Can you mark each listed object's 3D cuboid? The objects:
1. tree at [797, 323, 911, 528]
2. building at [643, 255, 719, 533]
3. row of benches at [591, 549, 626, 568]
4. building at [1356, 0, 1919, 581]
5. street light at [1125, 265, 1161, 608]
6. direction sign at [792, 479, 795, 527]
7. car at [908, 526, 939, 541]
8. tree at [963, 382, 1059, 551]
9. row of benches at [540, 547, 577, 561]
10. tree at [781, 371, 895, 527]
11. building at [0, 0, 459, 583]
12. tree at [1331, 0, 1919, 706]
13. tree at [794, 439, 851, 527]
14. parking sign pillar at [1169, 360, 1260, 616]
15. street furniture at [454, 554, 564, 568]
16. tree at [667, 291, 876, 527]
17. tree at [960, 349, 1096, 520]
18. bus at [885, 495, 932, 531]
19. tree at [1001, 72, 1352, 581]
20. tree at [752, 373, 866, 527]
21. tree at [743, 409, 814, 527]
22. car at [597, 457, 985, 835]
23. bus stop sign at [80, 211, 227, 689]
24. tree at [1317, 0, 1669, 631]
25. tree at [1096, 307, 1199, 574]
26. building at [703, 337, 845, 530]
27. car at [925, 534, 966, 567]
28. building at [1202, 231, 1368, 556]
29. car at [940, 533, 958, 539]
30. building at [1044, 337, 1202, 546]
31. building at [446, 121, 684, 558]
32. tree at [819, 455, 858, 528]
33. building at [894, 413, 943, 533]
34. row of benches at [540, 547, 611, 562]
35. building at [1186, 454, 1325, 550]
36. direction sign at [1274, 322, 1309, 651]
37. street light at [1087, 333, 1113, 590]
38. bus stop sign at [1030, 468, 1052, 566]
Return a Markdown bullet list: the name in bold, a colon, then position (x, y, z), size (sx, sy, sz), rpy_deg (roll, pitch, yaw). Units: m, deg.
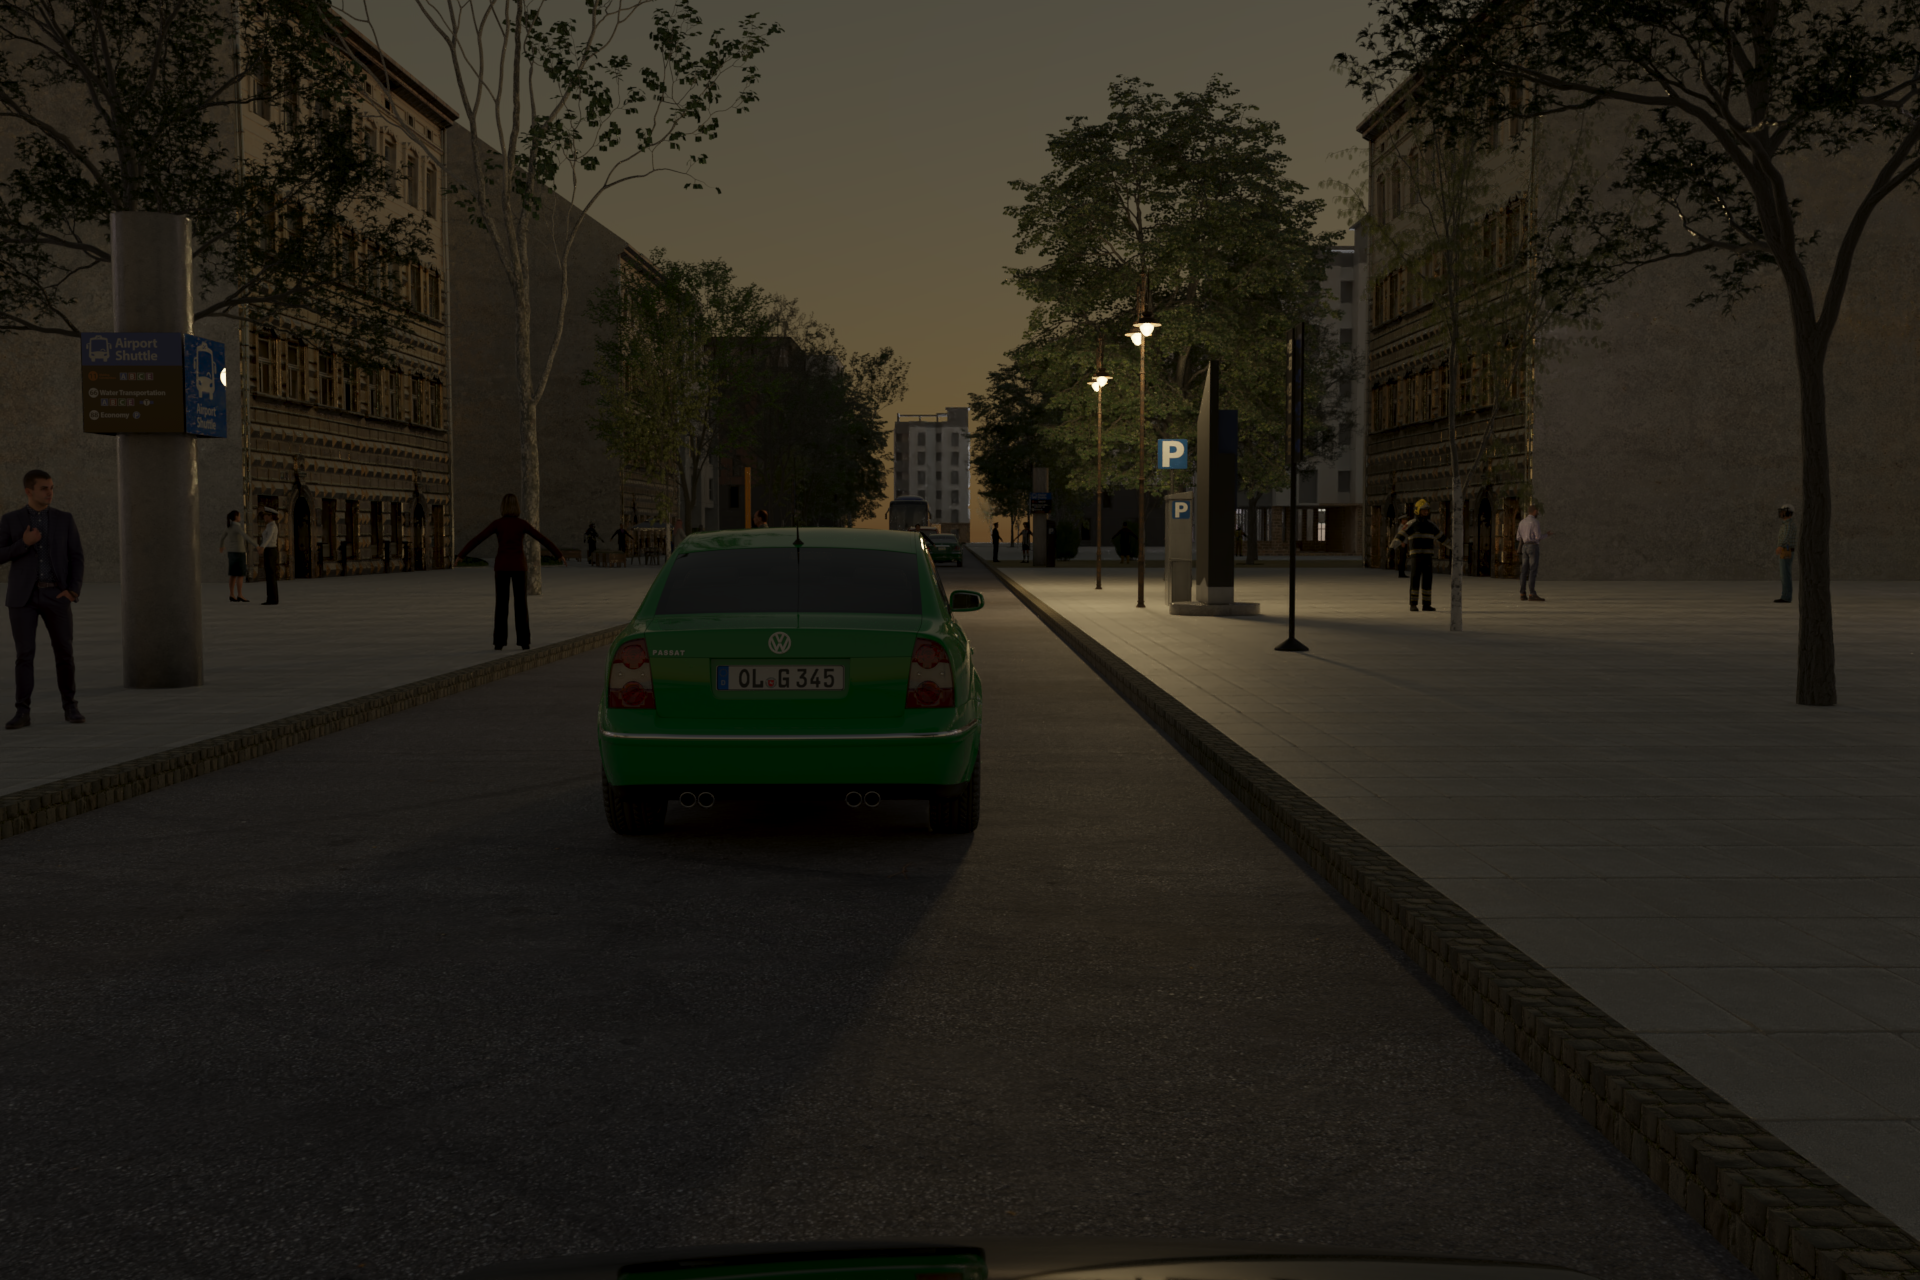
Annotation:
- **tree**: position (-11.567, -18.458, 157.683), size (12.611, 20.169, 13.585), rpy_deg (0, 3, 0)
- **building**: position (-28.187, -15.822, 125.149), size (16.747, 18.905, 31.486), rpy_deg (0, 4, 1)
- **row of benches**: position (-13.744, -3.197, 67.731), size (1.422, 0.672, 4.104), rpy_deg (-1, 4, -22)
- **building**: position (24.580, -13.749, 55.719), size (19.493, 23.208, 18.063), rpy_deg (0, 4, -1)
- **street light**: position (3.160, -3.504, 30.082), size (0.468, 5.910, 1.993), rpy_deg (0, 4, 0)
- **direction sign**: position (-6.832, -4.837, 71.082), size (0.379, 3.537, 0.876), rpy_deg (0, 4, 2)
- **car**: position (-1.861, -4.771, 86.685), size (2.281, 1.827, 5.304), rpy_deg (0, 4, -2)
- **tree**: position (5.401, -13.730, 134.860), size (12.009, 13.543, 11.850), rpy_deg (0, 3, 0)
- **row of benches**: position (-19.461, -4.138, 83.127), size (1.422, 0.672, 4.104), rpy_deg (1, 4, 10)
- **tree**: position (-9.651, -13.902, 133.960), size (9.857, 13.997, 8.962), rpy_deg (0, 3, 0)
- **building**: position (-27.799, -13.622, 53.646), size (19.493, 23.208, 18.063), rpy_deg (0, 4, 0)
- **tree**: position (6.668, -4.806, 12.993), size (8.767, 10.594, 7.601), rpy_deg (2, 4, 35)
- **tree**: position (-9.978, -10.339, 119.408), size (4.360, 8.622, 3.978), rpy_deg (0, 3, 0)
- **parking sign pillar**: position (4.069, -2.392, 27.576), size (1.447, 3.967, 1.447), rpy_deg (0, 4, -1)
- **street furniture**: position (-21.173, -3.248, 68.729), size (10.072, 0.657, 5.734), rpy_deg (1, 4, 13)
- **tree**: position (-9.396, -10.797, 86.907), size (12.009, 13.543, 11.850), rpy_deg (0, 3, 0)
- **tree**: position (5.127, -12.731, 114.813), size (9.857, 13.997, 8.962), rpy_deg (0, 3, 0)
- **bus**: position (-3.231, -7.503, 114.215), size (2.896, 3.916, 12.251), rpy_deg (0, 3, 0)
- **tree**: position (5.814, -8.590, 47.097), size (9.857, 13.997, 8.962), rpy_deg (0, 3, 0)
- **tree**: position (-9.704, -11.186, 108.645), size (9.928, 11.665, 9.643), rpy_deg (0, 3, 0)
- **tree**: position (-10.022, -8.977, 97.135), size (4.737, 8.622, 4.395), rpy_deg (0, 3, 0)
- **car**: position (-0.819, -0.052, 9.642), size (1.959, 1.807, 4.718), rpy_deg (0, 4, -1)
- **bus stop sign**: position (-6.726, -1.560, 14.518), size (0.837, 3.901, 0.837), rpy_deg (0, 4, -1)
- **tree**: position (6.395, -4.432, 22.832), size (4.360, 8.622, 3.978), rpy_deg (0, 3, 0)
- **tree**: position (5.852, -6.466, 56.087), size (4.360, 8.622, 3.978), rpy_deg (0, 3, 0)
- **building**: position (-28.015, -21.503, 195.550), size (27.936, 21.610, 32.646), rpy_deg (0, 3, 0)
- **car**: position (-0.789, -3.972, 76.733), size (2.131, 1.459, 4.920), rpy_deg (0, 4, 0)
- **building**: position (21.284, -15.799, 114.737), size (16.016, 20.090, 11.380), rpy_deg (0, 3, 0)
- **car**: position (-1.206, -7.704, 134.998), size (2.155, 1.783, 4.494), rpy_deg (0, 4, -2)
- **building**: position (23.178, -21.543, 196.205), size (27.936, 21.610, 32.646), rpy_deg (0, 4, 0)
- **building**: position (-26.947, -16.418, 99.357), size (19.493, 23.208, 18.063), rpy_deg (0, 4, 0)
- **tree**: position (-9.640, -11.838, 143.905), size (4.360, 8.622, 3.978), rpy_deg (0, 3, 0)
- **building**: position (-9.700, -24.690, 262.562), size (11.380, 20.090, 16.016), rpy_deg (0, 4, 8)
- **row of benches**: position (-18.162, -3.947, 80.001), size (4.104, 0.672, 1.422), rpy_deg (-1, 4, -23)
- **building**: position (23.554, -11.670, 132.947), size (9.099, 9.664, 28.070), rpy_deg (0, 3, 0)
- **direction sign**: position (3.658, -1.651, 18.998), size (0.379, 3.537, 0.876), rpy_deg (0, 4, 0)
- **street light**: position (3.217, -4.109, 39.977), size (0.468, 5.910, 1.993), rpy_deg (0, 3, 0)
- **bus stop sign**: position (3.205, -4.888, 68.935), size (0.837, 3.901, 0.837), rpy_deg (0, 3, 0)
